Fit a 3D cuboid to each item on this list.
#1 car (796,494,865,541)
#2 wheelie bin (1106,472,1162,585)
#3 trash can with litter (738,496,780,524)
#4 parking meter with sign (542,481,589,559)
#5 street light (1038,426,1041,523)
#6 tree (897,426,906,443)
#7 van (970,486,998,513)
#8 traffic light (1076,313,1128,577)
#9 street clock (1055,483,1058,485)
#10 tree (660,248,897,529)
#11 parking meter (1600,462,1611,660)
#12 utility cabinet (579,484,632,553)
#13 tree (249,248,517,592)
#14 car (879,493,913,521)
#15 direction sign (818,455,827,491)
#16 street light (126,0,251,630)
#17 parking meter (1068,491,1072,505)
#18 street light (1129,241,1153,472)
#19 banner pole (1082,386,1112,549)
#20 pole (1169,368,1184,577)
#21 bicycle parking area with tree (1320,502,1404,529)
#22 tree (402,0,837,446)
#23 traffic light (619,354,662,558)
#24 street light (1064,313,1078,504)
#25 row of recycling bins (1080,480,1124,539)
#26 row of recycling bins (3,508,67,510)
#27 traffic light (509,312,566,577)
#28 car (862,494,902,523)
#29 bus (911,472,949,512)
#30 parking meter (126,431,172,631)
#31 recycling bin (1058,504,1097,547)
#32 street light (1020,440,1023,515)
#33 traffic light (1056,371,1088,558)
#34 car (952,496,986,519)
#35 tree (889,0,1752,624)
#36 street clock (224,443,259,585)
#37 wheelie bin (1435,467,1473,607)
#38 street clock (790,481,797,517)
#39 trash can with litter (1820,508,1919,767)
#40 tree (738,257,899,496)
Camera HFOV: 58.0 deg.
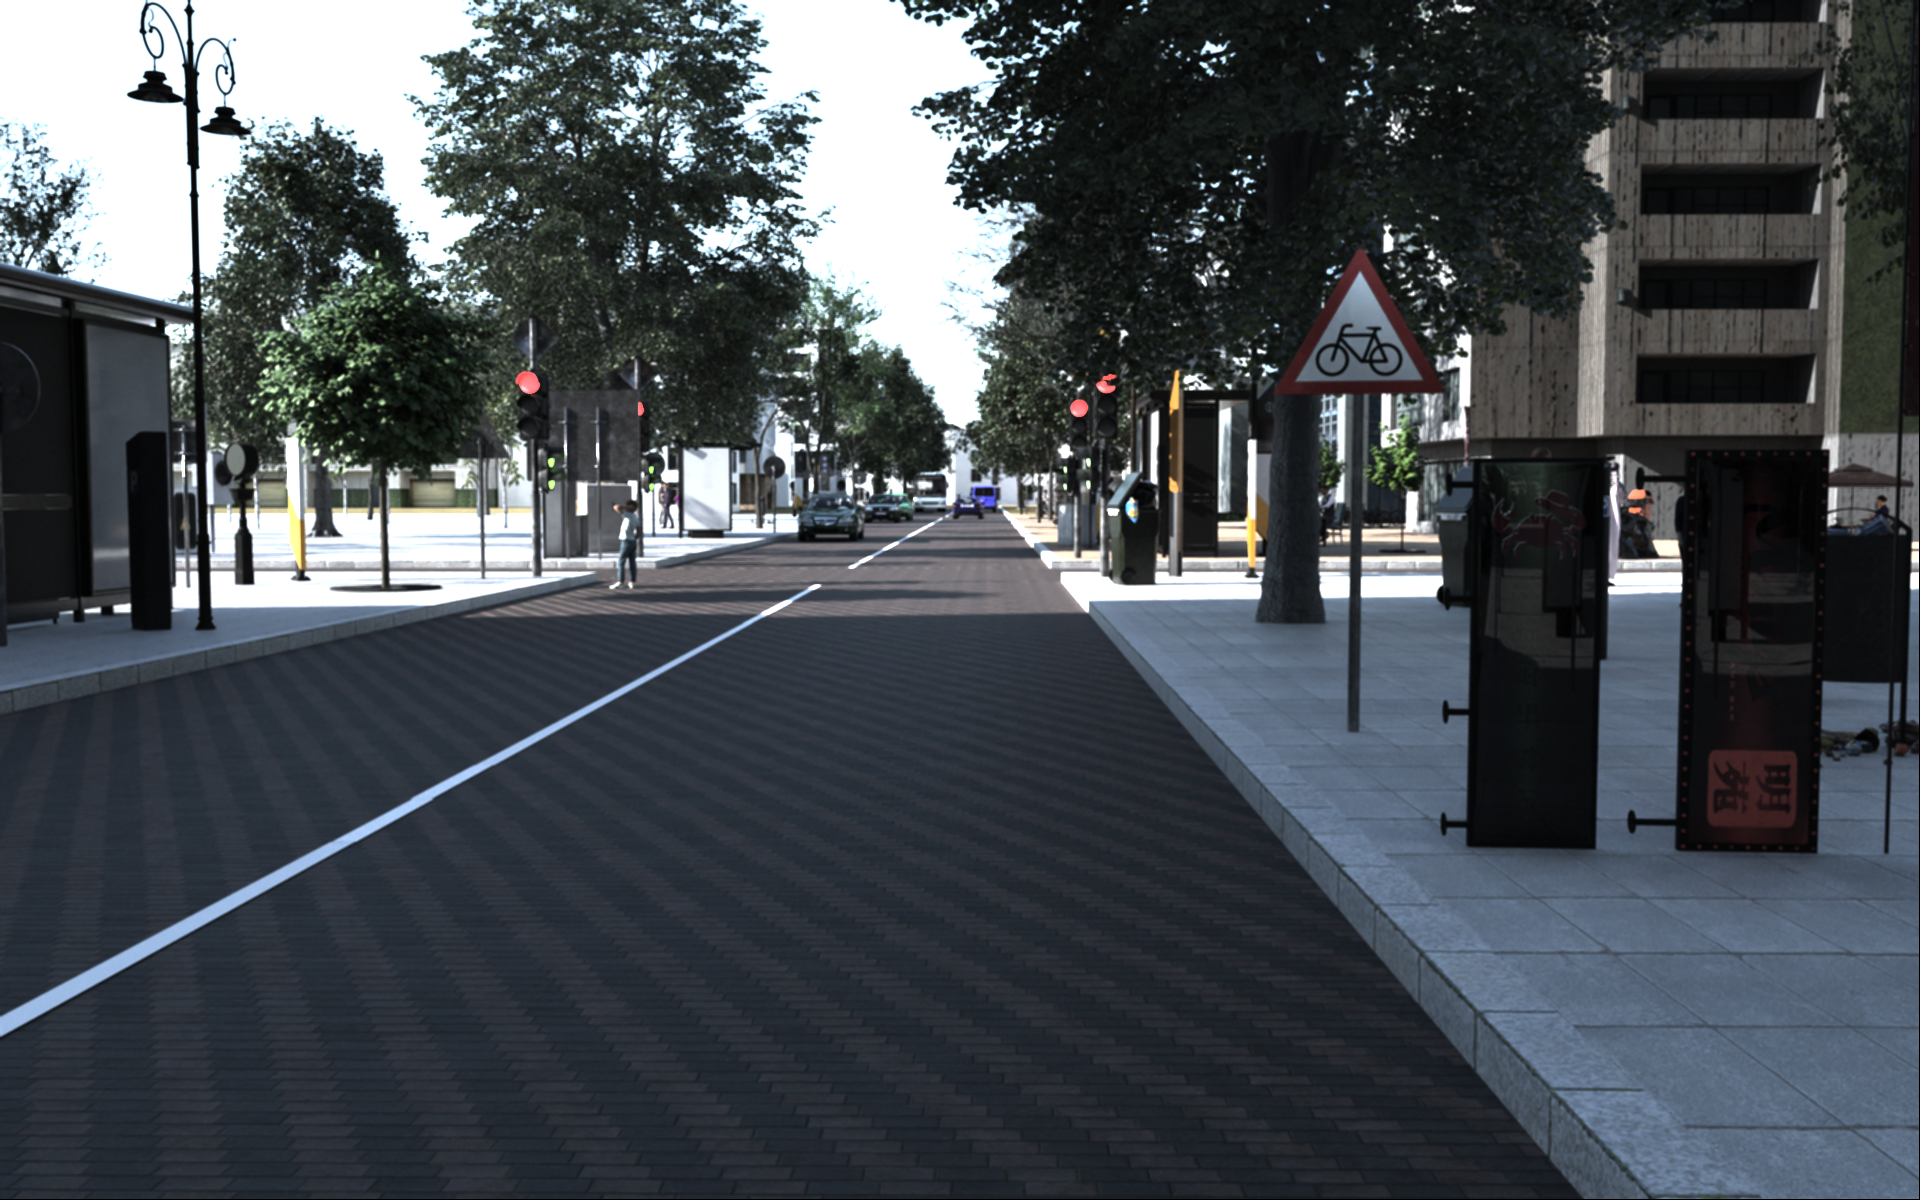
[{"bbox_3d":[-4.022,-2.606,54.398,2.131,1.459,4.920,0,4,1],"label":"car"},{"bbox_3d":[2.479,-1.021,24.596,0.693,1.594,0.980,-1,4,-10],"label":"wheelie bin"},{"bbox_3d":[-8.556,-3.907,74.936,1.678,1.210,2.233,-2,4,-24],"label":"trash can with litter"},{"bbox_3d":[-8.023,-2.360,34.852,0.543,3.016,1.738,1,4,11],"label":"parking meter with sign"},{"bbox_3d":[3.509,-6.339,76.430,0.468,5.910,1.993,0,4,1],"label":"street light"},{"bbox_3d":[-6.888,-10.599,107.698,7.601,10.594,8.767,-2,4,-31],"label":"tree"},{"bbox_3d":[1.901,-8.055,136.075,2.240,2.365,5.245,0,4,1],"label":"van"},{"bbox_3d":[2.219,-2.310,26.687,0.839,4.253,0.868,0,4,1],"label":"traffic light"},{"bbox_3d":[5.599,-5.815,99.644,0.358,2.002,0.471,1,4,14],"label":"street clock"},{"bbox_3d":[-7.354,-7.930,64.060,8.767,10.594,7.601,0,4,6],"label":"tree"},{"bbox_3d":[4.865,-0.312,13.507,0.372,1.533,0.369,0,3,0],"label":"parking meter"},{"bbox_3d":[-7.602,-1.747,37.235,0.318,1.500,1.173,3,5,43],"label":"utility cabinet"},{"bbox_3d":[-7.666,-2.418,23.253,4.285,4.588,4.351,0,3,0],"label":"tree"},{"bbox_3d":[-3.520,-5.254,94.692,1.959,1.807,4.718,0,4,1],"label":"car"},{"bbox_3d":[-8.095,-6.656,100.827,0.876,3.537,0.379,2,4,32],"label":"direction sign"},{"bbox_3d":[-7.152,-2.658,16.243,0.468,5.910,1.993,0,4,1],"label":"street light"},{"bbox_3d":[3.866,-3.236,58.616,0.399,1.863,0.255,-3,5,-45],"label":"parking meter"},{"bbox_3d":[2.626,-3.267,26.209,0.468,5.910,1.993,0,4,1],"label":"street light"},{"bbox_3d":[3.199,-3.070,40.215,0.401,3.779,0.863,-3,5,-43],"label":"banner pole"},{"bbox_3d":[3.353,-2.019,26.861,0.158,3.312,0.155,0,3,0],"label":"pole"},{"bbox_3d":[17.444,-4.901,67.129,9.016,4.147,8.231,2,4,26],"label":"bicycle parking area with tree"},{"bbox_3d":[-7.870,-8.166,40.168,9.857,13.997,8.962,0,3,0],"label":"tree"},{"bbox_3d":[-6.435,-2.806,34.795,0.839,4.253,0.868,0,4,1],"label":"traffic light"},{"bbox_3d":[2.905,-4.355,43.993,0.468,5.910,1.993,0,4,1],"label":"street light"},{"bbox_3d":[4.981,-2.582,49.321,3.534,1.692,1.069,-1,4,-18],"label":"row of recycling bins"},{"bbox_3d":[-18.155,-1.683,34.624,3.534,1.692,1.069,0,4,1],"label":"row of recycling bins"},{"bbox_3d":[-6.562,-2.317,26.811,0.839,4.253,0.868,0,4,1],"label":"traffic light"},{"bbox_3d":[-3.872,-4.709,86.776,2.009,1.686,4.222,0,4,0],"label":"car"},{"bbox_3d":[-2.399,-8.865,139.804,2.948,3.499,13.247,0,4,-1],"label":"bus"},{"bbox_3d":[-7.682,-0.654,16.400,0.399,1.863,0.255,3,5,45],"label":"parking meter"},{"bbox_3d":[2.863,-1.821,42.321,0.722,1.027,0.722,-2,4,-28],"label":"recycling bin"},{"bbox_3d":[3.851,-8.292,108.355,0.468,5.910,1.993,0,4,1],"label":"street light"},{"bbox_3d":[2.346,-2.798,34.672,0.839,4.253,0.868,0,4,1],"label":"traffic light"},{"bbox_3d":[0.490,-5.355,100.134,1.945,1.354,3.894,0,4,2],"label":"car"},{"bbox_3d":[3.302,-6.758,17.146,9.857,13.997,8.962,0,3,0],"label":"tree"},{"bbox_3d":[-10.138,-1.218,24.484,0.471,2.002,0.358,2,4,31],"label":"street clock"},{"bbox_3d":[5.902,-0.733,19.898,0.693,1.594,0.980,-1,4,-18],"label":"wheelie bin"},{"bbox_3d":[-9.230,-5.622,96.492,0.471,2.002,0.358,-2,4,-31],"label":"street clock"},{"bbox_3d":[4.809,0.157,8.485,2.233,1.210,1.678,1,4,21],"label":"trash can with litter"},{"bbox_3d":[-6.574,-9.262,77.188,9.928,11.665,9.643,0,3,0],"label":"tree"}]
